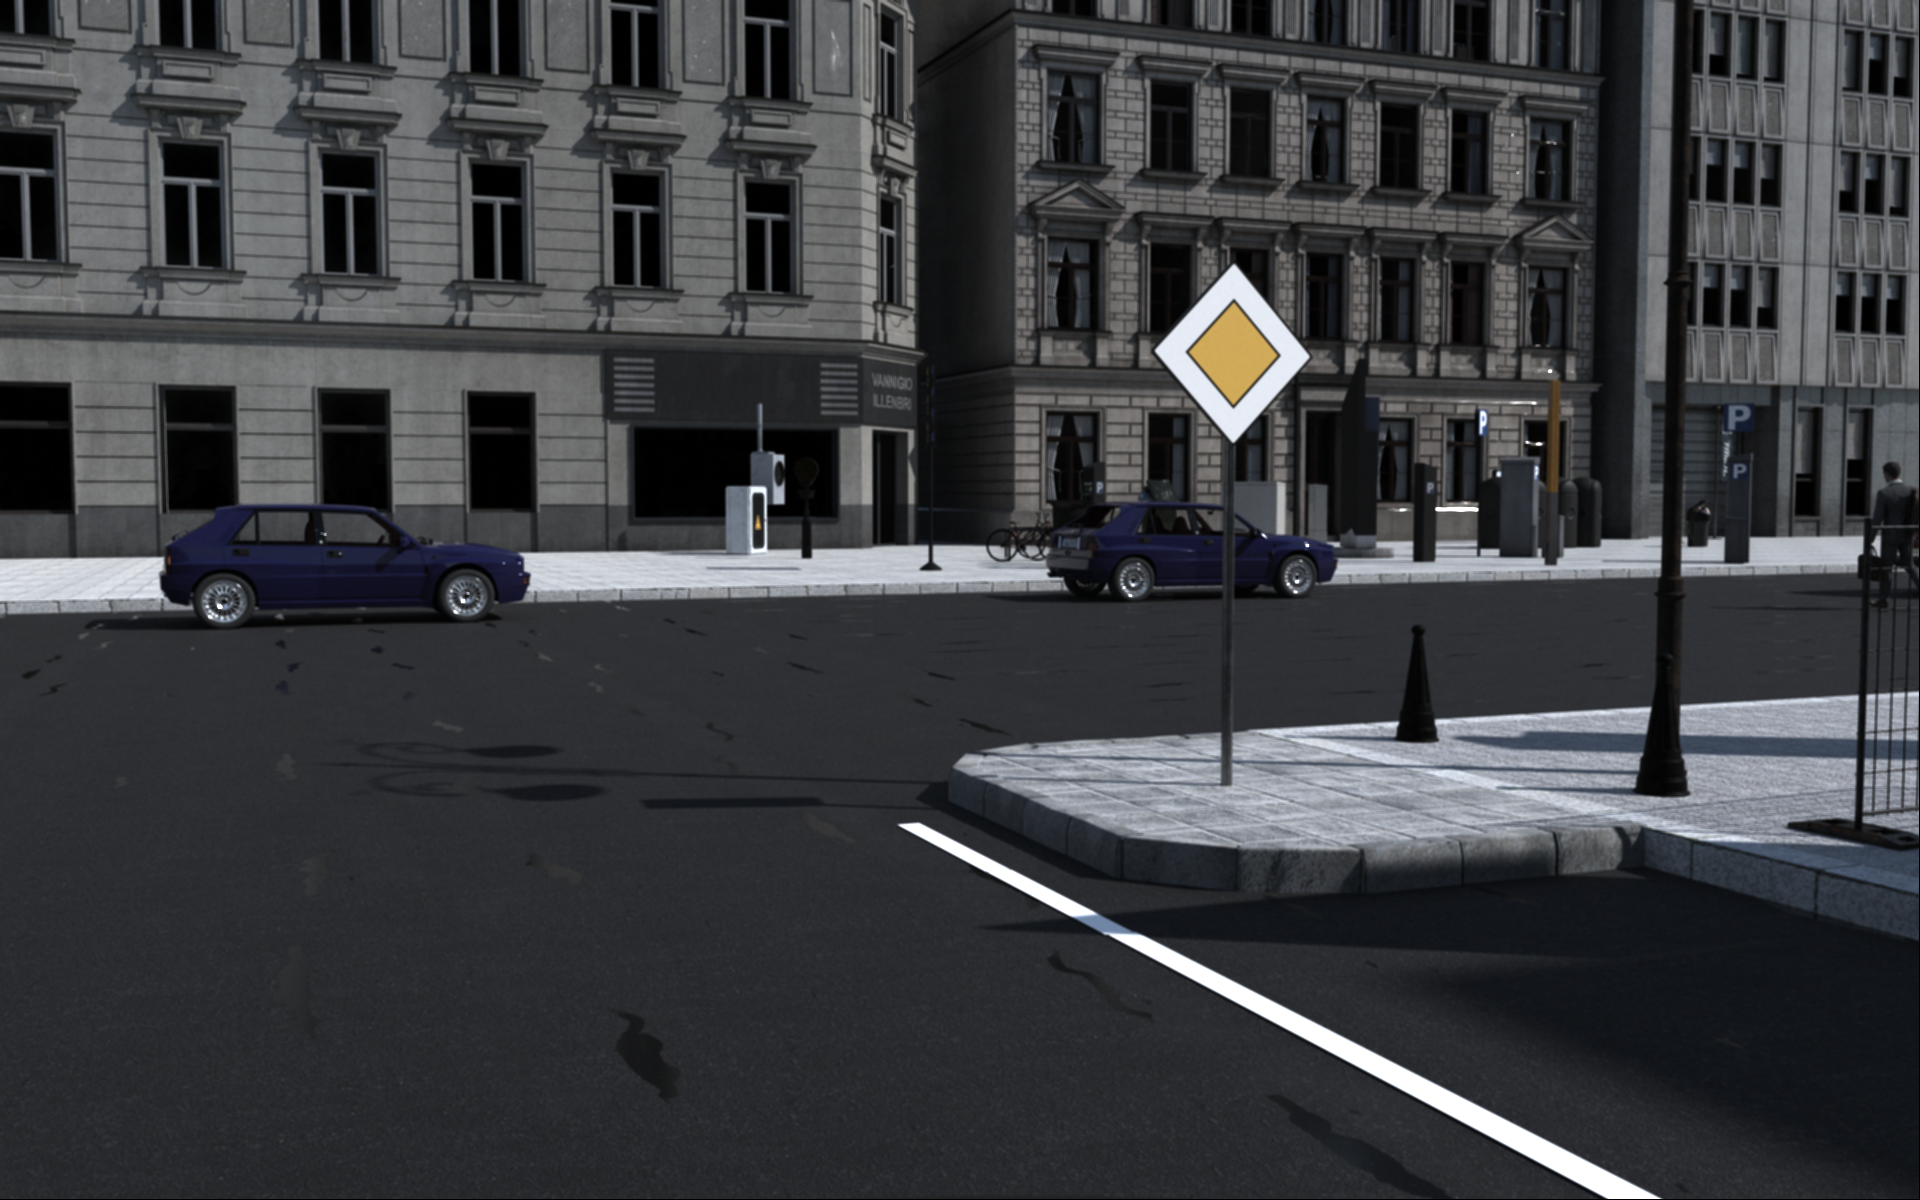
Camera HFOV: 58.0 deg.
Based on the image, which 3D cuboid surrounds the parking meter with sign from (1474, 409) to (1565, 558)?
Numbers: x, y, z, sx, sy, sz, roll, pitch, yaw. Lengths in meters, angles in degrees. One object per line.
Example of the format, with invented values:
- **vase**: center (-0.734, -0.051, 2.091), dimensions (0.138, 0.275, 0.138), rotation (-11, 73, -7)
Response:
- **parking meter with sign**: center (11.412, -2.387, 35.288), dimensions (1.738, 3.016, 0.543), rotation (2, 4, 35)

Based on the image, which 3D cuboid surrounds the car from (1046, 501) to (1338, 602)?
- **car**: center (3.238, -0.706, 24.119), dimensions (3.894, 1.354, 1.945), rotation (-1, 4, -20)

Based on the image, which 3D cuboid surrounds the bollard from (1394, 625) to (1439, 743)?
- **bollard**: center (2.384, 0.429, 9.023), dimensions (0.229, 0.601, 0.229), rotation (0, 3, 0)

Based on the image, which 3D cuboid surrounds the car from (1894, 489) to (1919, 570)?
- **car**: center (15.977, -0.998, 24.983), dimensions (5.304, 1.827, 2.281), rotation (-1, 4, -20)

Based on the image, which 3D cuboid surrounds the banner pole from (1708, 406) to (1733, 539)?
- **banner pole**: center (21.743, -3.632, 49.401), dimensions (0.863, 3.779, 0.401), rotation (-2, 4, -24)

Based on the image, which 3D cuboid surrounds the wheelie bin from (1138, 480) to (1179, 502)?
- **wheelie bin**: center (4.386, -1.875, 38.572), dimensions (0.980, 1.594, 0.693), rotation (-2, 4, -30)

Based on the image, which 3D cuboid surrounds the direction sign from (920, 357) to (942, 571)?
- **direction sign**: center (-0.493, -2.271, 29.122), dimensions (0.379, 3.537, 0.876), rotation (-1, 4, -10)

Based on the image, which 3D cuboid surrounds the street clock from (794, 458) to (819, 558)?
- **street clock**: center (-3.063, -1.835, 34.577), dimensions (0.471, 2.002, 0.358), rotation (0, 4, 1)

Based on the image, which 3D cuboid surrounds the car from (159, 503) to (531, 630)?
- **car**: center (-6.907, -0.427, 19.563), dimensions (3.894, 1.354, 1.945), rotation (-1, 4, -23)

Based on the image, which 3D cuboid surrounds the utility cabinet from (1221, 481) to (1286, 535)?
- **utility cabinet**: center (5.173, -1.339, 30.566), dimensions (1.173, 1.500, 0.318), rotation (3, 5, 44)

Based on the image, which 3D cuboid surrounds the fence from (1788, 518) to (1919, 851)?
- **fence**: center (4.312, 0.265, 6.869), dimensions (2.264, 1.192, 0.480), rotation (-2, 4, -24)

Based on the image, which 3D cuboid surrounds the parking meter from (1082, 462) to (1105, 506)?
- **parking meter**: center (2.417, -1.567, 31.326), dimensions (0.255, 1.863, 0.399), rotation (3, 5, 43)

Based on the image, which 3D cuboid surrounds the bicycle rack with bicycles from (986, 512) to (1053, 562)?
- **bicycle rack with bicycles**: center (1.970, -1.249, 33.808), dimensions (2.925, 0.926, 2.852), rotation (0, 4, 1)

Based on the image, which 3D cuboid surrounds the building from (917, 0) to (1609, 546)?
- **building**: center (7.963, -11.330, 49.869), dimensions (19.286, 19.102, 10.561), rotation (-1, 4, -22)

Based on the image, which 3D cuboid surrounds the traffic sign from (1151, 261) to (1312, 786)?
- **traffic sign**: center (1.171, -0.240, 7.567), dimensions (0.795, 2.450, 0.064), rotation (-1, 4, -22)

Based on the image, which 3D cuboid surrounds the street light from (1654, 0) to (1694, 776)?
- **street light**: center (3.238, -2.139, 7.765), dimensions (0.468, 5.910, 1.993), rotation (-1, 4, -22)

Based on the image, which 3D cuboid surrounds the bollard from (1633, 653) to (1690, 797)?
- **bollard**: center (3.013, 0.527, 7.422), dimensions (0.229, 0.601, 0.229), rotation (0, 3, 0)

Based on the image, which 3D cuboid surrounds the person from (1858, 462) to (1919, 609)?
- **person**: center (11.565, -0.789, 21.361), dimensions (0.622, 1.834, 0.822), rotation (-1, 4, -15)

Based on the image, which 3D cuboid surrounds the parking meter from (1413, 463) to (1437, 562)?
- **parking meter**: center (8.807, -1.655, 32.775), dimensions (0.399, 1.863, 0.255), rotation (-2, 4, -32)

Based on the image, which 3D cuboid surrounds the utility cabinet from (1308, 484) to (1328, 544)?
- **utility cabinet**: center (7.959, -1.823, 38.486), dimensions (0.318, 1.500, 1.173), rotation (0, 4, 6)

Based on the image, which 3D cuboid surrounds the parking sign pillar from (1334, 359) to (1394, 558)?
- **parking sign pillar**: center (8.105, -2.857, 35.177), dimensions (1.447, 3.967, 1.447), rotation (0, 4, -2)

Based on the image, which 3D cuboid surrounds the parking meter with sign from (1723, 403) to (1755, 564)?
- **parking meter with sign**: center (14.632, -2.222, 32.587), dimensions (0.543, 3.016, 1.738), rotation (2, 4, 23)

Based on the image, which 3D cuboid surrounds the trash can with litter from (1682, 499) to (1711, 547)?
- **trash can with litter**: center (17.718, -1.884, 42.193), dimensions (1.055, 1.170, 0.624), rotation (2, 4, 28)

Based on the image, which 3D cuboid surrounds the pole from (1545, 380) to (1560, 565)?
- **pole**: center (10.655, -2.281, 31.138), dimensions (0.158, 3.312, 0.155), rotation (0, 3, 0)

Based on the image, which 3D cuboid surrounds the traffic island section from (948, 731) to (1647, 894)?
- **traffic island section**: center (1.190, 0.895, 7.652), dimensions (2.009, 0.180, 2.903), rotation (-1, 4, -22)

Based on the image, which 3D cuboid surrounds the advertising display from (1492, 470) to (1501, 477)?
- **advertising display**: center (14.449, -2.490, 45.921), dimensions (0.974, 1.923, 0.123), rotation (-2, 4, -35)

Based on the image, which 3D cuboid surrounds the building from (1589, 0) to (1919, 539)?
- **building**: center (25.995, -14.641, 57.406), dimensions (19.932, 24.808, 12.078), rotation (-1, 4, -22)

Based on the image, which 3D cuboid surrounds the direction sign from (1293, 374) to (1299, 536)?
- **direction sign**: center (5.523, -2.232, 28.488), dimensions (0.379, 3.537, 0.876), rotation (1, 4, 12)

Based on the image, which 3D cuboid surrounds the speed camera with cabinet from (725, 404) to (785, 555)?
- **speed camera with cabinet**: center (-4.386, -2.624, 37.233), dimensions (0.660, 3.252, 2.038), rotation (1, 4, 16)

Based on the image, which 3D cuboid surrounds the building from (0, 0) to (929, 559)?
- **building**: center (-23.041, -16.124, 40.042), dimensions (44.131, 29.872, 17.030), rotation (-1, 4, -22)

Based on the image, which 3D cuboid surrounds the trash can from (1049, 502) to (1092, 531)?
- **trash can**: center (1.913, -1.128, 30.089), dimensions (0.748, 1.137, 0.748), rotation (0, 3, 0)

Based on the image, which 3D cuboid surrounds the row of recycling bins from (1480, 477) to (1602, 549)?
- **row of recycling bins**: center (13.931, -2.097, 41.407), dimensions (3.534, 1.692, 1.069), rotation (-2, 4, -26)
